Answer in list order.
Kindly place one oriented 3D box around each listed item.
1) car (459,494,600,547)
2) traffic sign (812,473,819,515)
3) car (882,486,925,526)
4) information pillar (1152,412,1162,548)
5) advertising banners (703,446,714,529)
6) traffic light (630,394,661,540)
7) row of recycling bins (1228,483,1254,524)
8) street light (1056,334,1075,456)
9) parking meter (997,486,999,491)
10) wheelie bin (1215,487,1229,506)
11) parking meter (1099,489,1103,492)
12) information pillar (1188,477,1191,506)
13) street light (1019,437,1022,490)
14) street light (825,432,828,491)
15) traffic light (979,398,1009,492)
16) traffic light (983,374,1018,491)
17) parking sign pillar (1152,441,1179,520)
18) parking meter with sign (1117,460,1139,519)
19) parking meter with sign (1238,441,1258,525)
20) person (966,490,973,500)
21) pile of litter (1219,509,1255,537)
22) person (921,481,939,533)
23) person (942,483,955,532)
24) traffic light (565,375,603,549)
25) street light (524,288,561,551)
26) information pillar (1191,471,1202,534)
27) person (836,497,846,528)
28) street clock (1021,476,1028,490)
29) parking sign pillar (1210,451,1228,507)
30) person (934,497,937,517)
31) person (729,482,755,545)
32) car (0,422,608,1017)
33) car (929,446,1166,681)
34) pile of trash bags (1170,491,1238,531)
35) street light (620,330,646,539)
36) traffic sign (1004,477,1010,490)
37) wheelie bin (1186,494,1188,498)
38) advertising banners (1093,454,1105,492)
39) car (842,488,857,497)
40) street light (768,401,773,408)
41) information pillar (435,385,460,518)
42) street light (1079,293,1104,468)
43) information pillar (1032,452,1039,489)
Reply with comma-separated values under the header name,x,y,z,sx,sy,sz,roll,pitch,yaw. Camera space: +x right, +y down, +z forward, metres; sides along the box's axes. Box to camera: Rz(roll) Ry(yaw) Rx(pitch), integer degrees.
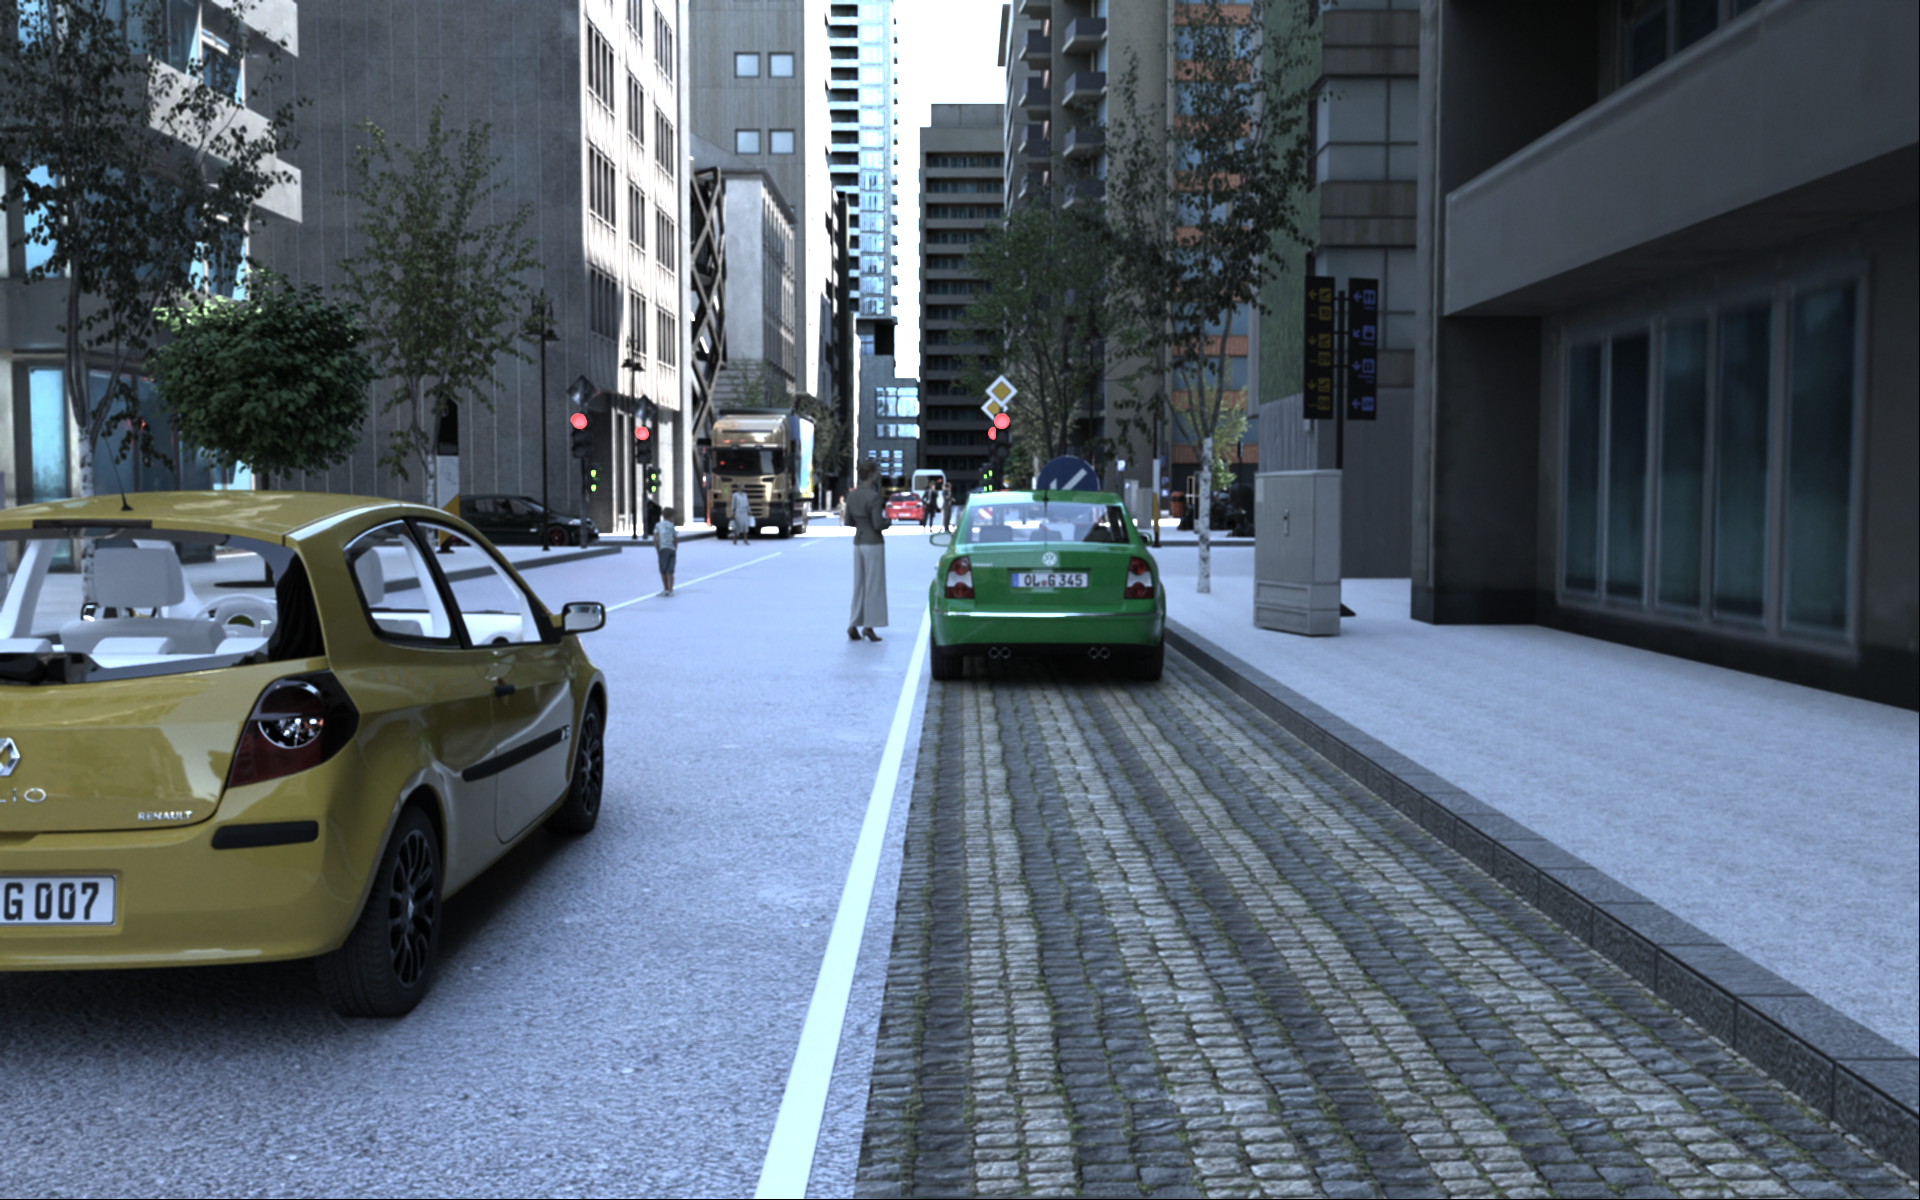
name,x,y,z,sx,sy,sz,roll,pitch,yaw
car,-11.463,-2.135,44.698,4.222,1.686,2.009,0,4,-1
traffic sign,-8.988,-6.446,105.504,0.768,2.556,0.104,0,4,1
car,-2.494,-4.278,78.982,2.155,1.783,4.494,0,4,-1
information pillar,4.702,-3.061,41.409,0.183,3.616,0.504,1,4,15
advertising banners,-9.380,-4.173,64.413,0.090,3.025,2.074,0,4,1
traffic light,-8.856,-3.657,48.717,0.839,4.253,0.868,0,3,0
row of recycling bins,11.225,-3.619,66.282,1.069,1.692,3.534,2,4,29
street light,3.057,-4.744,50.357,0.468,5.910,1.993,0,3,0
parking meter,2.615,-6.623,113.992,0.399,1.863,0.255,0,4,1
wheelie bin,11.137,-3.989,73.132,0.693,1.594,0.980,-1,4,-17
parking meter,6.798,-4.675,84.852,0.372,1.533,0.369,0,3,0
information pillar,9.852,-4.211,73.338,0.304,2.012,0.304,-3,5,-44
street light,3.032,-6.982,86.949,0.468,5.910,1.993,0,3,0
street light,-9.380,-9.155,122.474,0.468,5.910,1.993,0,3,0
traffic light,0.955,-3.658,48.734,0.839,4.253,0.868,0,3,0
traffic light,0.956,-3.170,40.749,0.839,4.253,0.868,0,3,0
parking sign pillar,10.309,-6.044,87.293,1.447,3.967,1.447,0,4,5
parking meter with sign,8.946,-5.739,90.095,0.543,3.016,1.738,3,5,44
parking meter with sign,10.073,-3.726,57.175,1.738,3.016,0.543,1,4,18
person,0.943,-8.370,145.904,0.990,1.755,0.434,-1,4,-16
pile of litter,8.540,-2.306,51.674,1.176,0.858,1.719,-2,4,-30
person,-1.098,-3.459,64.423,0.648,1.900,0.474,-1,4,-14
person,-0.401,-3.424,64.294,0.447,1.846,0.655,1,4,20
traffic light,-8.855,-3.169,40.732,0.839,4.253,0.868,0,3,0
street light,-9.371,-4.051,39.016,0.468,5.910,1.993,0,3,0
information pillar,7.767,-3.146,55.936,0.304,2.012,0.304,-2,4,-30
person,-5.040,-3.752,74.118,0.475,1.303,0.640,-1,4,-21
street clock,2.628,-4.048,70.757,0.358,2.002,0.471,1,4,13
parking sign pillar,13.861,-6.458,94.055,1.447,3.967,1.447,-1,4,-11
person,-1.748,-6.058,107.722,0.661,1.801,0.590,3,5,40
person,-6.172,-2.450,48.916,0.694,1.780,0.624,-1,4,-21
car,-2.373,0.249,6.156,2.015,1.641,3.980,0,4,-1
car,0.694,-0.356,14.618,1.959,1.807,4.718,0,4,1
pile of trash bags,8.477,-3.143,61.147,1.912,1.369,3.447,3,5,39
street light,-9.228,-4.659,48.961,0.468,5.910,1.993,0,3,0
traffic sign,2.668,-5.969,98.780,0.795,2.450,0.064,0,4,7
wheelie bin,11.217,-4.564,82.531,0.980,1.594,0.693,2,4,25
advertising banners,5.948,-4.805,74.745,0.090,3.025,2.074,-1,4,-13
car,-6.298,-6.145,109.137,2.281,1.827,5.304,0,4,-2
street light,-9.371,-6.912,85.804,0.468,5.910,1.993,0,3,0
information pillar,-11.094,-2.820,37.465,0.504,3.616,0.183,-3,5,-43
street light,3.029,-4.109,39.964,0.468,5.910,1.993,0,3,0
information pillar,3.728,-5.784,85.930,0.183,3.616,0.504,2,4,35
